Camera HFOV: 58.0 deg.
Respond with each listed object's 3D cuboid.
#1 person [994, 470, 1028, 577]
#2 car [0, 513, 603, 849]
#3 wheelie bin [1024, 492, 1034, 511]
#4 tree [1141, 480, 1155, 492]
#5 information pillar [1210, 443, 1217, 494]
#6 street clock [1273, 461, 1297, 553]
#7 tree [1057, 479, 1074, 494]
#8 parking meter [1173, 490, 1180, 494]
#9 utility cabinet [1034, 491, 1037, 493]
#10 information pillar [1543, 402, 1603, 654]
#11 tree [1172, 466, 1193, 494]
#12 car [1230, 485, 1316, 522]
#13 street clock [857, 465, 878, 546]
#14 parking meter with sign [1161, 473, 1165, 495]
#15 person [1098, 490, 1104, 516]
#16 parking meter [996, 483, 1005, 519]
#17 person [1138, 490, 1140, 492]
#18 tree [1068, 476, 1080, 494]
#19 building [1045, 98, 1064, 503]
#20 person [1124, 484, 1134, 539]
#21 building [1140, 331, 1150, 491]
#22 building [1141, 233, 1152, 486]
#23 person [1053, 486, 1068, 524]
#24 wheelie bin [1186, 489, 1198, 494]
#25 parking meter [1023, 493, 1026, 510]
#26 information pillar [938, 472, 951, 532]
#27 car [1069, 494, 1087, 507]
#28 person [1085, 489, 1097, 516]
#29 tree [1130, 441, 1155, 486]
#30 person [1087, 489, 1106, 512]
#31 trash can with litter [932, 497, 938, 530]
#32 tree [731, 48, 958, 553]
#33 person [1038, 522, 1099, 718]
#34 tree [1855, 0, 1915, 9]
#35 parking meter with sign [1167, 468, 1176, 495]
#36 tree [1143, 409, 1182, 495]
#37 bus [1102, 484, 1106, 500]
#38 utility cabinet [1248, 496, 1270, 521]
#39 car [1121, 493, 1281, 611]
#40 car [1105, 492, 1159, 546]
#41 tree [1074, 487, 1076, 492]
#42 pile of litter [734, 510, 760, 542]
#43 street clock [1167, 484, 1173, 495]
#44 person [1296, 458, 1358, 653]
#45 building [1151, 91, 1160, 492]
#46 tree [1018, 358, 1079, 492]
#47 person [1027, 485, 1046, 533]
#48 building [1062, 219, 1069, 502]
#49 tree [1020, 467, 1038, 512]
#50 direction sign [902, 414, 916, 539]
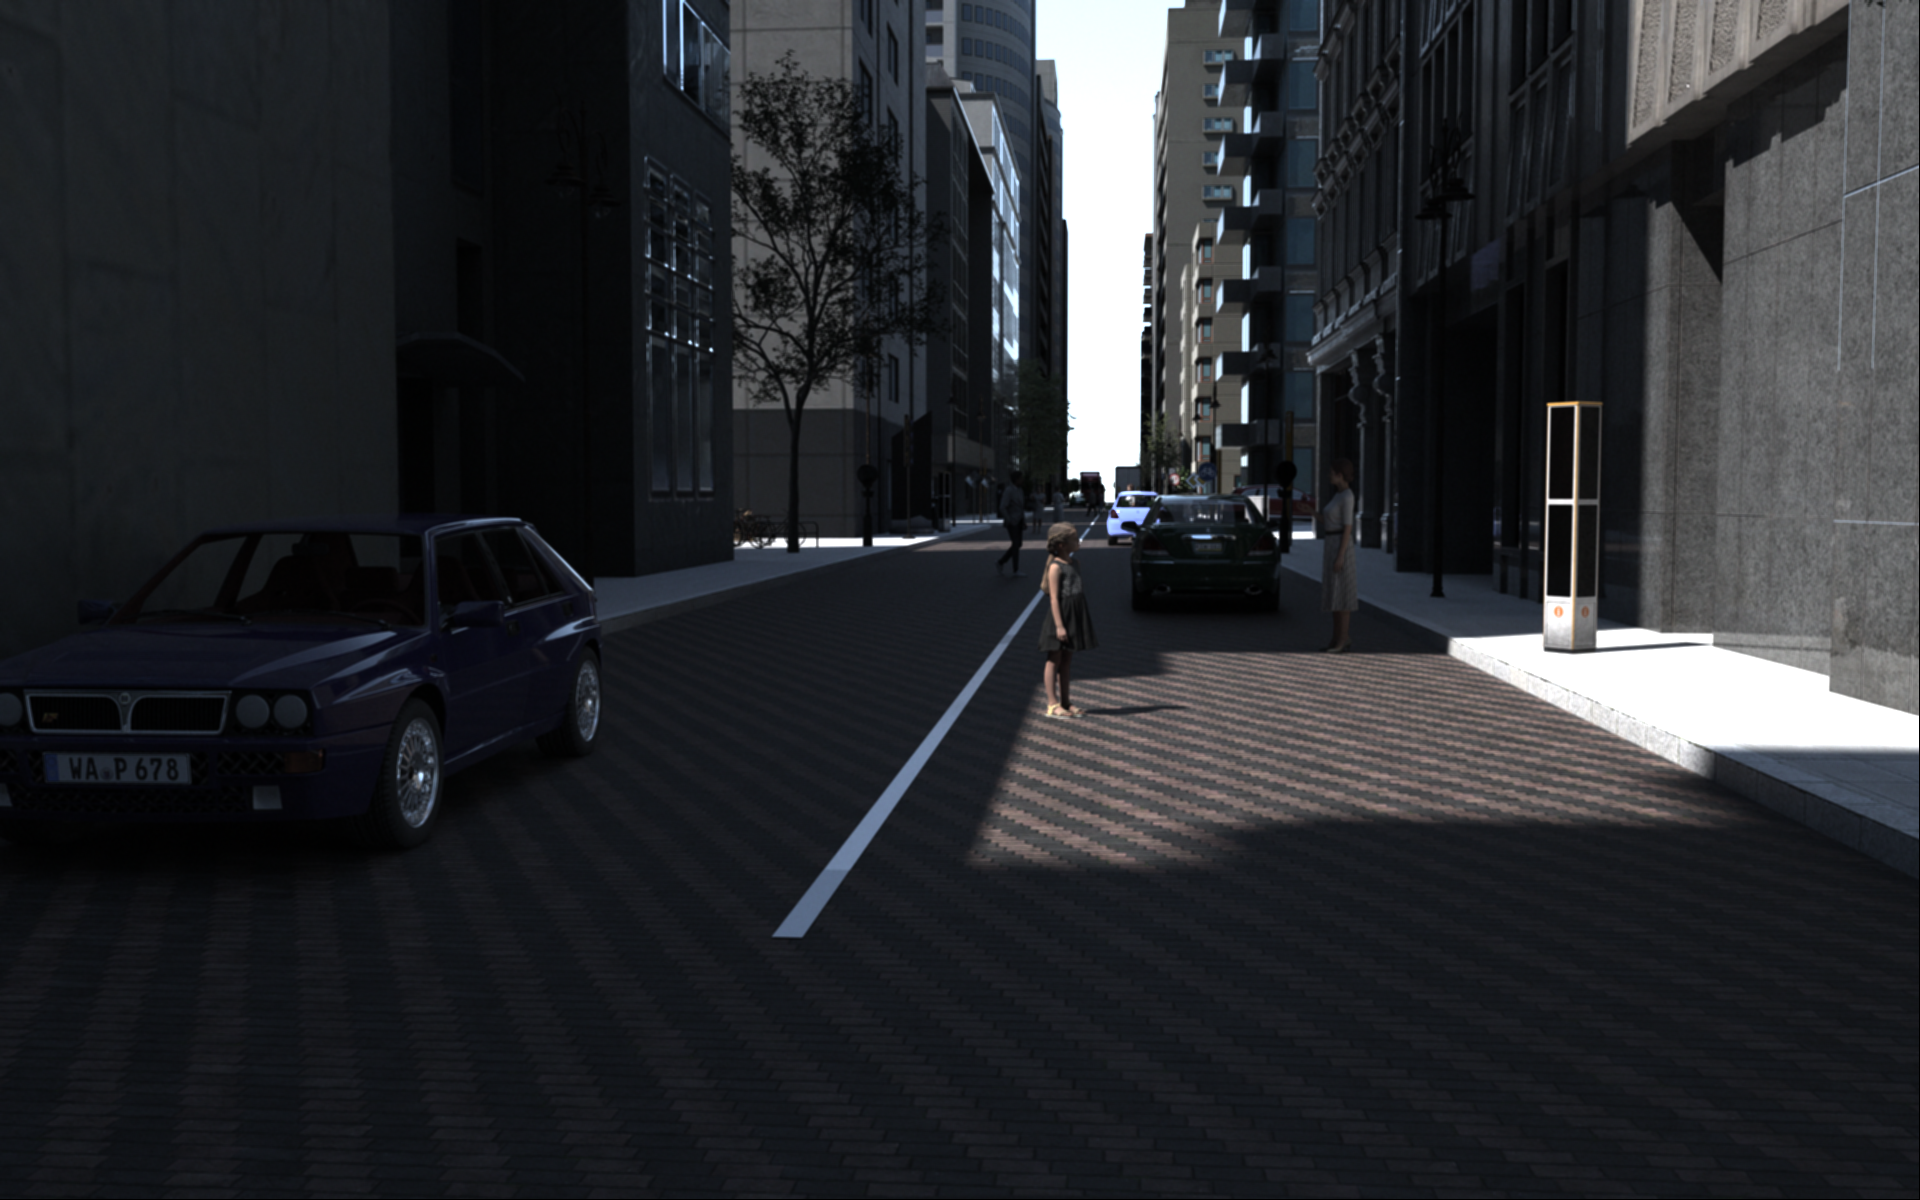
[{"bbox_3d":[0.878,-1.337,30.210,0.795,1.843,0.661,2,4,34],"label":"person"},{"bbox_3d":[-2.965,0.264,8.257,1.945,1.354,3.894,0,4,4],"label":"car"},{"bbox_3d":[5.357,-7.621,132.509,0.693,1.594,0.980,-1,4,-23],"label":"wheelie bin"},{"bbox_3d":[22.810,-13.251,211.249,1.663,3.219,1.824,0,3,0],"label":"tree"},{"bbox_3d":[11.494,-5.340,78.667,0.183,3.616,0.504,-2,4,-24],"label":"information pillar"},{"bbox_3d":[7.041,-2.020,37.597,0.471,2.002,0.358,-1,4,-11],"label":"street clock"},{"bbox_3d":[13.214,-14.049,224.293,1.663,3.219,1.824,0,3,0],"label":"tree"},{"bbox_3d":[12.842,-5.768,102.716,0.372,1.533,0.369,0,3,0],"label":"parking meter"},{"bbox_3d":[6.207,-8.538,148.269,0.318,1.500,1.173,-2,4,-34],"label":"utility cabinet"},{"bbox_3d":[4.943,-0.581,13.987,0.304,2.012,0.304,-2,4,-32],"label":"information pillar"},{"bbox_3d":[13.959,-7.013,109.257,1.663,3.219,1.824,0,3,0],"label":"tree"},{"bbox_3d":[13.811,-3.981,73.770,5.304,1.827,2.281,0,4,6],"label":"car"},{"bbox_3d":[-2.271,-2.324,42.567,0.471,2.002,0.358,1,4,21],"label":"street clock"},{"bbox_3d":[17.579,-9.003,143.458,1.738,3.016,0.543,-1,4,-20],"label":"parking meter with sign"},{"bbox_3d":[9.349,-6.452,114.827,0.643,1.720,0.563,-2,4,-24],"label":"person"},{"bbox_3d":[2.122,-5.200,90.738,0.399,1.863,0.255,2,4,28],"label":"parking meter"},{"bbox_3d":[15.554,-8.662,150.463,0.374,1.781,0.599,1,4,14],"label":"person"},{"bbox_3d":[20.201,-19.768,306.915,4.285,4.588,4.351,0,3,0],"label":"tree"},{"bbox_3d":[4.045,-43.473,252.776,21.231,58.520,28.212,0,4,5],"label":"building"},{"bbox_3d":[5.311,-2.803,54.900,0.524,1.755,0.480,-2,4,-27],"label":"person"},{"bbox_3d":[38.645,-32.555,303.978,14.160,30.474,14.107,0,4,5],"label":"building"},{"bbox_3d":[40.736,-38.361,281.824,22.147,44.769,28.867,0,4,5],"label":"building"},{"bbox_3d":[3.774,-3.445,65.401,0.480,1.755,0.524,2,4,30],"label":"person"},{"bbox_3d":[13.807,-5.814,102.964,0.693,1.594,0.980,-3,5,-39],"label":"wheelie bin"},{"bbox_3d":[5.074,-7.873,137.126,0.372,1.533,0.369,0,3,0],"label":"parking meter"},{"bbox_3d":[-0.530,-3.290,58.284,0.304,2.012,0.304,-3,5,-43],"label":"information pillar"},{"bbox_3d":[12.893,-11.065,189.709,1.959,1.807,4.718,0,4,5],"label":"car"},{"bbox_3d":[8.453,-6.276,111.512,0.834,1.777,0.661,2,4,34],"label":"person"},{"bbox_3d":[25.482,-17.585,237.883,4.360,8.622,3.978,0,3,0],"label":"tree"},{"bbox_3d":[10.666,-7.719,134.925,1.509,1.804,0.699,0,4,-8],"label":"person"},{"bbox_3d":[-1.013,-3.095,61.995,0.624,1.170,1.055,-2,4,-25],"label":"trash can with litter"},{"bbox_3d":[-3.784,-6.295,37.342,8.767,10.594,7.601,1,4,17],"label":"tree"},{"bbox_3d":[0.705,0.122,11.177,0.373,1.253,0.362,3,5,40],"label":"person"},{"bbox_3d":[5.202,-4.292,4.582,8.767,10.594,7.601,0,4,5],"label":"tree"},{"bbox_3d":[14.443,-7.267,115.074,0.543,3.016,1.738,-1,4,-21],"label":"parking meter with sign"},{"bbox_3d":[17.492,-12.061,147.554,4.737,8.622,4.395,0,3,0],"label":"tree"},{"bbox_3d":[23.799,-18.652,299.813,2.948,3.499,13.247,0,4,5],"label":"bus"},{"bbox_3d":[9.394,-2.669,54.804,0.306,1.237,1.020,-1,4,-21],"label":"utility cabinet"},{"bbox_3d":[3.176,-0.673,22.799,2.131,1.459,4.920,0,4,6],"label":"car"},{"bbox_3d":[5.078,-2.425,49.245,1.945,1.707,3.694,0,4,6],"label":"car"},{"bbox_3d":[15.768,-15.603,249.705,1.663,3.219,1.824,0,3,0],"label":"tree"},{"bbox_3d":[-6.060,-2.039,47.300,1.176,0.858,1.719,0,4,-6],"label":"pile of litter"},{"bbox_3d":[15.094,-7.305,124.006,0.471,2.002,0.358,3,4,38],"label":"street clock"},{"bbox_3d":[3.349,-0.406,15.716,0.524,1.755,0.480,0,4,-3],"label":"person"},{"bbox_3d":[38.599,-43.484,252.958,21.231,58.520,28.212,0,4,5],"label":"building"},{"bbox_3d":[5.982,-13.854,144.639,7.486,12.596,7.792,0,3,0],"label":"tree"},{"bbox_3d":[2.796,-3.352,63.667,0.716,1.782,0.532,0,4,4],"label":"person"},{"bbox_3d":[10.010,-38.152,273.899,14.600,45.320,14.200,0,4,5],"label":"building"},{"bbox_3d":[4.741,-7.899,123.745,1.663,3.219,1.824,0,3,0],"label":"tree"},{"bbox_3d":[-1.466,-3.525,49.625,0.379,3.537,0.876,1,4,14],"label":"direction sign"}]
